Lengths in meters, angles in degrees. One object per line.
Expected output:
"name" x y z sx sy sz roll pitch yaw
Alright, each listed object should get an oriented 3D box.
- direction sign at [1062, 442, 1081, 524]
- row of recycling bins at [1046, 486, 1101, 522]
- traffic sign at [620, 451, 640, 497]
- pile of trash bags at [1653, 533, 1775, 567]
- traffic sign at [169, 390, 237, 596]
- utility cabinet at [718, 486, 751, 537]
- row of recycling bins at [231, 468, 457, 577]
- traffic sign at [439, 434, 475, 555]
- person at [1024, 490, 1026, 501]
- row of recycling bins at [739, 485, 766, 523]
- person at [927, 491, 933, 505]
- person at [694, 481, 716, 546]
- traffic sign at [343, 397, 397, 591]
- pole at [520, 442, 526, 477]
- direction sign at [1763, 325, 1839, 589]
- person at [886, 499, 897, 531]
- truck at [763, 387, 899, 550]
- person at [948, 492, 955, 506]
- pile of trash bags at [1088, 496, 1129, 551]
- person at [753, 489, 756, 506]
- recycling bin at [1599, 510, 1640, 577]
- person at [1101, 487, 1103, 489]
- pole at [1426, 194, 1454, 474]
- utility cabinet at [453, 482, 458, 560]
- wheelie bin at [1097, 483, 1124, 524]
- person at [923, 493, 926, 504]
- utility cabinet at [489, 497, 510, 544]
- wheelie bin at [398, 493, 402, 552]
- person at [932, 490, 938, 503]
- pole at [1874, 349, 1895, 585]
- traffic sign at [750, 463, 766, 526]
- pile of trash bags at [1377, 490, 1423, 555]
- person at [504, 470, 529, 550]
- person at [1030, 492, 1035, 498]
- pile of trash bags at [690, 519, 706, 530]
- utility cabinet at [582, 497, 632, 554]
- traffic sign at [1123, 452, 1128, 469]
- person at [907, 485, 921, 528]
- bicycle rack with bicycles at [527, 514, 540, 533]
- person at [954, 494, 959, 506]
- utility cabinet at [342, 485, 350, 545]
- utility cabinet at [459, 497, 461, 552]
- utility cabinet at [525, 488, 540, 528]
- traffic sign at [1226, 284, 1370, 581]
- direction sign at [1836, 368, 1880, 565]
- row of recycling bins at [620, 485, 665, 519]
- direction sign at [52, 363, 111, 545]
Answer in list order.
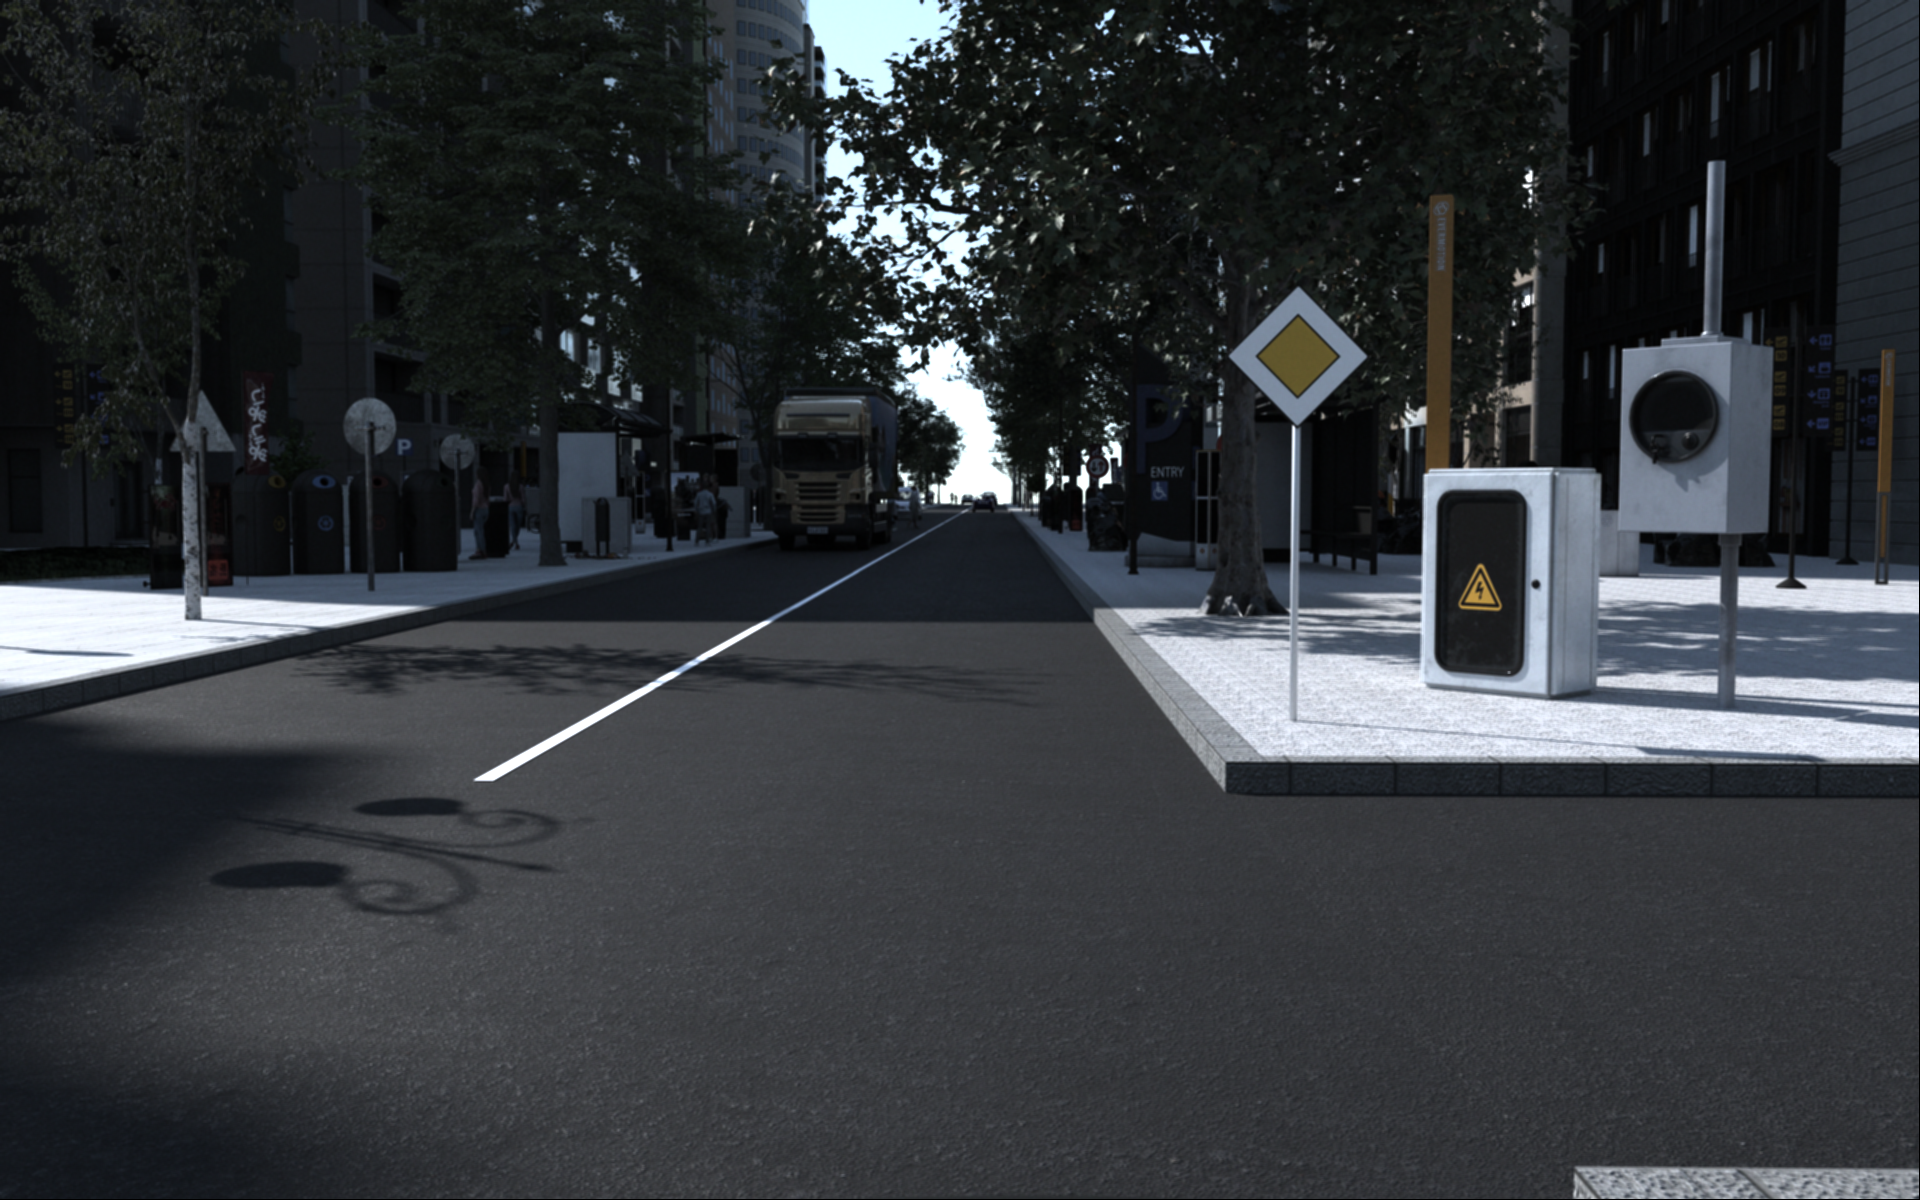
"direction sign" 4.860 -5.097 75.331 0.876 3.537 0.379 2 4 26
"row of recycling bins" 5.733 -4.488 80.499 3.534 1.692 1.069 1 4 8
"traffic sign" -10.021 -3.177 51.952 0.884 2.594 0.081 0 4 5
"pile of trash bags" 13.784 -1.359 31.971 1.912 1.369 3.447 1 4 15
"traffic sign" -9.467 -1.324 21.658 0.884 2.594 0.081 0 4 6
"utility cabinet" -6.701 -2.580 50.860 1.173 1.500 0.318 2 4 31
"row of recycling bins" -9.965 -1.282 28.072 3.534 1.692 1.069 -3 4 -36
"traffic sign" -10.584 -2.223 36.459 0.768 2.556 0.104 0 4 3
"person" 7.386 -11.673 196.974 0.705 1.814 1.350 0 4 -3
"row of recycling bins" -9.173 -4.309 77.559 3.534 1.692 1.069 -1 4 -12
"person" -3.534 -12.272 207.630 0.756 1.711 0.436 1 4 12
"person" -6.265 -2.126 42.612 0.589 1.601 0.330 1 4 13
"traffic sign" -7.802 -1.393 22.878 0.768 2.556 0.104 1 4 10
"pole" -16.951 -4.492 67.283 0.158 3.312 0.155 0 3 0
"direction sign" 11.349 -1.930 23.545 0.876 3.537 0.379 2 4 32
"person" -2.678 -3.615 67.870 0.793 1.790 0.793 -3 4 -38
"truck" -3.338 -3.608 47.899 2.839 4.237 11.283 0 4 2
"person" -0.978 -12.601 215.227 1.217 1.736 0.721 1 4 10
"pile of trash bags" 3.987 -1.866 40.256 1.912 1.369 3.447 1 4 11
"person" -21.426 -10.651 180.720 0.617 1.759 0.750 0 4 1
"recycling bin" 10.148 -0.891 27.116 0.722 1.027 0.722 0 4 -3
"person" 10.791 -7.605 130.524 0.705 1.807 1.348 0 4 -2
"pole" 3.303 -1.108 11.961 0.158 3.312 0.155 0 3 0
"utility cabinet" -9.659 -1.456 32.492 0.318 1.500 1.173 -1 4 -10
"wheelie bin" 4.475 -2.657 51.354 0.980 1.594 0.693 -2 4 -25
"person" -4.585 -13.874 232.900 1.348 1.823 0.705 1 4 12
"utility cabinet" -11.211 -1.886 41.996 0.306 1.237 1.020 0 4 5
"wheelie bin" -12.574 -1.847 38.112 0.693 1.594 0.980 -1 4 -18
"person" -3.750 -14.363 240.954 1.350 1.814 0.705 2 4 25
"pole" 13.090 -1.876 24.509 0.158 3.312 0.155 0 3 0
"traffic sign" -8.135 -4.293 70.303 0.768 2.556 0.104 0 4 3
"pile of trash bags" 9.701 -1.749 38.344 1.912 1.369 3.447 -1 4 -10
"person" -10.214 -2.068 39.866 0.555 1.821 0.388 -1 4 -23
"person" 8.543 -12.406 209.608 1.217 1.743 0.721 0 4 8
"pile of trash bags" -9.646 -3.266 63.145 1.912 1.369 3.447 -3 4 -38
"utility cabinet" -7.606 -1.600 37.323 1.020 1.237 0.306 0 4 3
"traffic sign" 4.903 -2.927 47.966 0.768 2.556 0.104 0 4 3
"person" -1.964 -3.909 72.636 0.641 1.798 0.478 -1 4 -22
"bicycle rack with bicycles" -13.188 -2.725 57.928 2.925 0.926 2.852 -2 4 -24
"person" -0.437 -11.631 201.930 0.557 1.426 1.065 -3 5 -41
"utility cabinet" -14.848 -2.093 42.899 1.173 1.500 0.318 0 4 2
"utility cabinet" -11.487 -1.638 37.949 1.020 1.237 0.306 -3 4 -38
"utility cabinet" -15.442 -3.378 63.910 1.173 1.500 0.318 1 4 14
"traffic sign" 1.901 -0.459 9.698 0.795 2.593 0.064 0 4 1
"direction sign" 16.184 -2.415 31.483 0.876 3.537 0.379 3 5 41
"row of recycling bins" -14.590 -4.518 80.990 3.534 1.692 1.069 -3 5 -39
"direction sign" -15.217 -2.329 30.069 0.876 3.537 0.379 -1 4 -19
